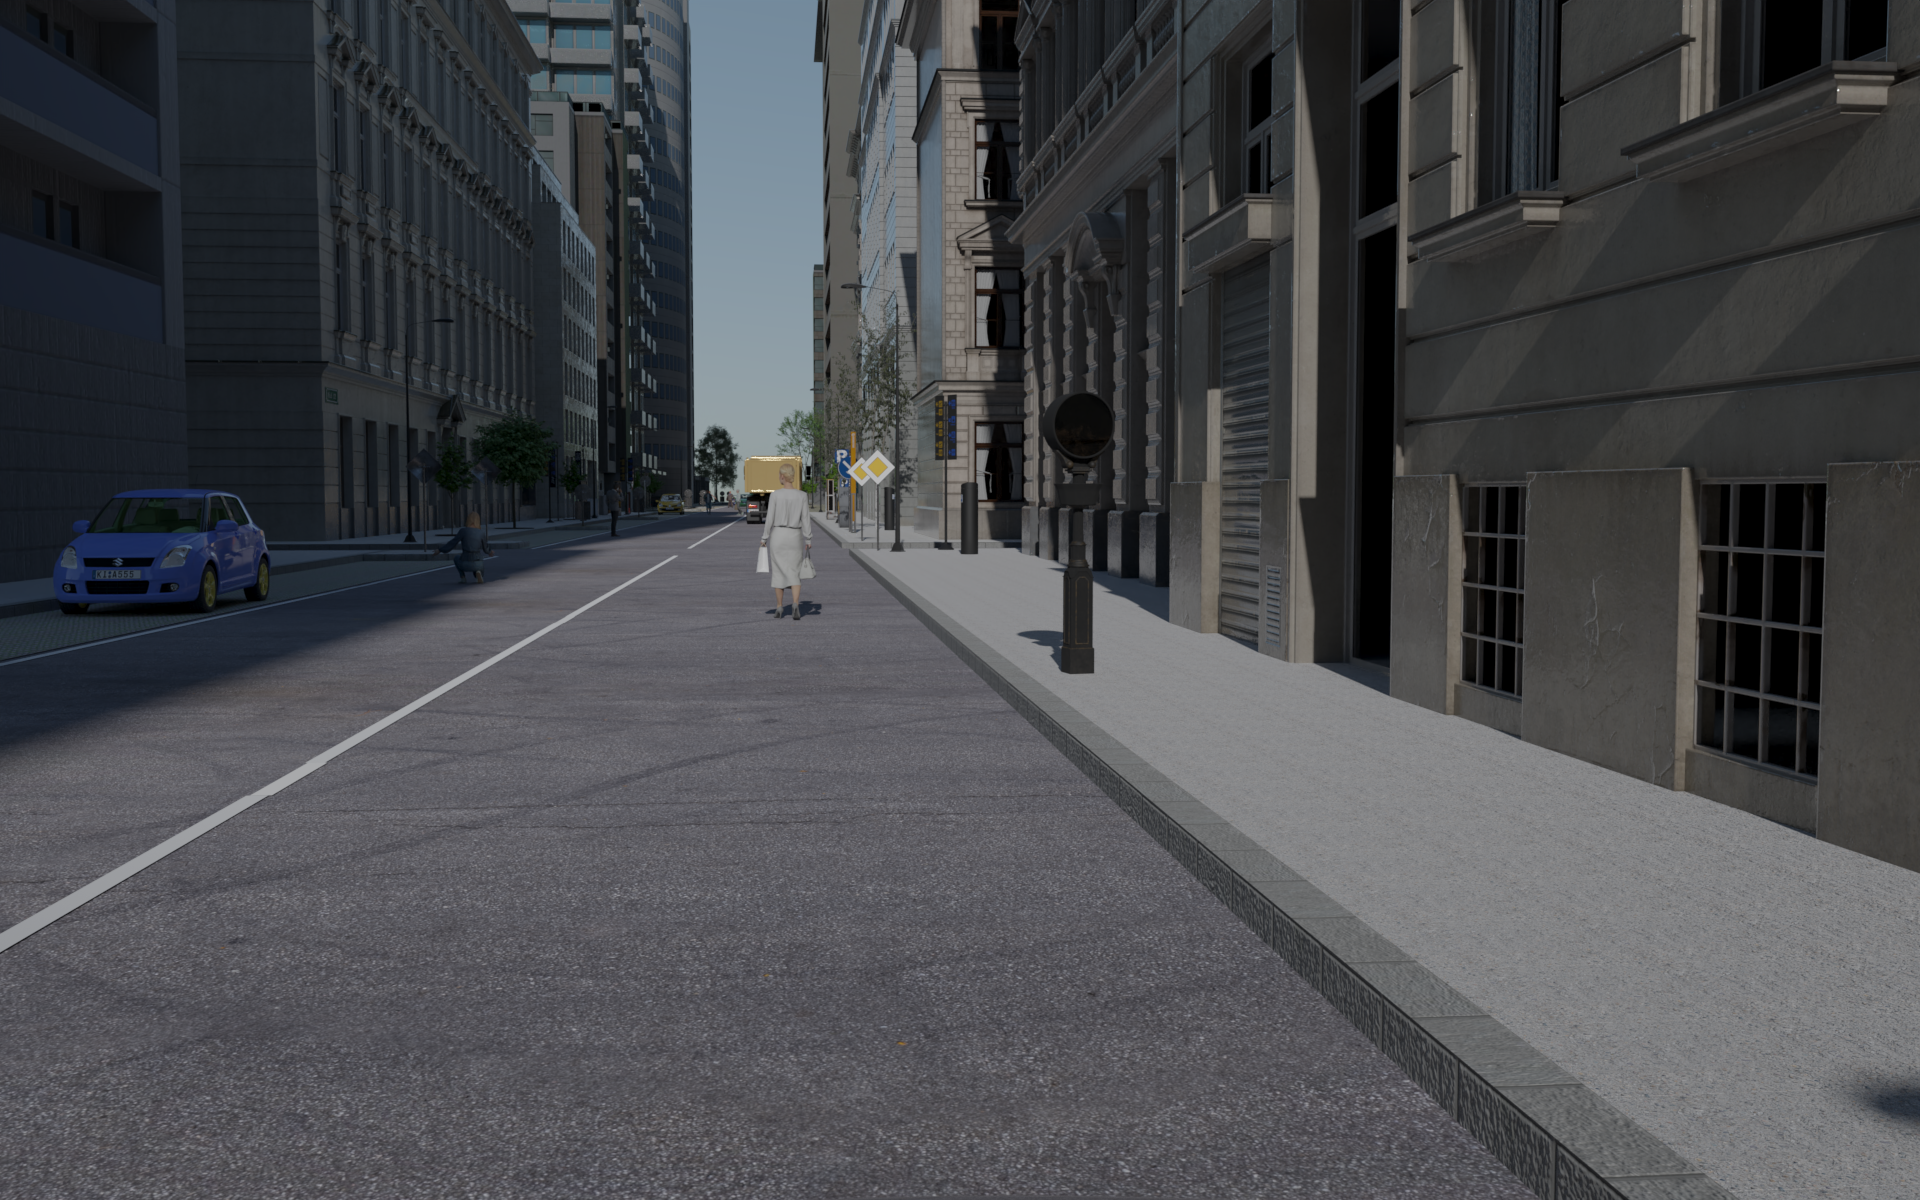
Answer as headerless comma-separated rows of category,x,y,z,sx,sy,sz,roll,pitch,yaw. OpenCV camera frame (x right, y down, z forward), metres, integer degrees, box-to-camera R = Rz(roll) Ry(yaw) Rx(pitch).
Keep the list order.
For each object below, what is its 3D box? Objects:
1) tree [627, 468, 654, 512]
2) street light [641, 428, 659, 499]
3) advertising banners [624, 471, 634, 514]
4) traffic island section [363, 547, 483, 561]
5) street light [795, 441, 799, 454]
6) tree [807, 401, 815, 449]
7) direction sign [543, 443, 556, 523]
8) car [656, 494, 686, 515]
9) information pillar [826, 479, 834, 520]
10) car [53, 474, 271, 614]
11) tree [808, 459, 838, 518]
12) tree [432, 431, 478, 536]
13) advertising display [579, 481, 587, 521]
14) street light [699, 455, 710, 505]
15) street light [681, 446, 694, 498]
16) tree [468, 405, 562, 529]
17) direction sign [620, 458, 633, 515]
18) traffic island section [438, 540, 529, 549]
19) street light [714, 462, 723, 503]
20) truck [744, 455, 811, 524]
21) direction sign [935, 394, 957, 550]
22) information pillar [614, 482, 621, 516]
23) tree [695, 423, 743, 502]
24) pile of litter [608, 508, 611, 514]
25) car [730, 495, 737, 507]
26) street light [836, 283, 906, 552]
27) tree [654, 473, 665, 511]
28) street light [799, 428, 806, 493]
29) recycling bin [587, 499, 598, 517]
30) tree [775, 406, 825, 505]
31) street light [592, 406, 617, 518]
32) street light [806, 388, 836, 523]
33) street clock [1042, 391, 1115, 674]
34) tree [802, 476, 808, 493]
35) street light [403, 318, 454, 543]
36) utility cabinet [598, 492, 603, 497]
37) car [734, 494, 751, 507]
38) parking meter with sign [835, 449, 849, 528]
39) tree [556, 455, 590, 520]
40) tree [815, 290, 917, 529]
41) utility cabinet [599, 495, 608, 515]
tree,-23.459,-8.059,126.358,1.663,3.219,1.824,0,3,0
street light,-21.880,-9.139,121.958,1.470,5.913,1.316,0,4,-6
advertising banners,-21.508,-7.121,112.617,0.090,3.025,2.074,-2,4,-26
traffic island section,-11.829,-0.976,38.245,2.009,0.180,2.903,0,4,-6
street light,-13.493,-10.968,151.869,1.470,5.913,1.316,0,4,-6
tree,-9.098,-10.759,126.274,4.360,8.622,3.978,0,3,0
direction sign,-18.354,-5.226,77.442,0.379,3.537,0.876,1,4,23
car,-19.890,-6.668,119.244,2.015,1.641,3.980,0,4,-7
information pillar,-6.506,-5.024,86.638,0.304,2.012,0.304,-1,4,-22
car,-9.950,-0.743,21.735,1.945,1.707,3.694,0,4,-7
tree,-6.978,-6.138,94.964,1.663,3.219,1.824,0,3,0
tree,-15.391,-3.564,52.875,1.663,3.219,1.824,0,3,0
advertising display,-17.999,-4.740,82.709,0.123,1.923,0.974,0,4,5
street light,-30.223,-14.198,204.685,1.470,5.913,1.316,0,4,-6
street light,-26.391,-11.918,167.407,1.470,5.913,1.316,0,4,-6
tree,-16.413,-4.910,63.993,4.285,4.588,4.351,0,3,0
direction sign,-20.717,-7.069,107.580,0.876,3.537,0.379,-3,4,-37
traffic island section,-12.639,-1.462,46.189,2.009,0.180,2.903,0,4,-6
street light,-34.892,-16.964,249.902,1.470,5.913,1.316,0,4,-6
truck,-9.150,-5.497,85.800,3.469,3.379,9.791,0,4,-4
direction sign,-0.323,-2.920,39.739,0.379,3.537,0.876,-2,4,-33
information pillar,-20.135,-5.955,101.857,0.304,2.012,0.304,2,4,27
tree,-39.293,-22.126,278.767,9.611,12.733,9.660,0,3,0
pile of litter,-23.758,-6.232,115.859,1.176,0.858,1.719,0,4,-7
car,-25.110,-11.171,195.225,1.945,1.354,3.894,0,4,-7
street light,-1.926,-4.023,38.323,1.470,5.913,1.316,0,4,-6
tree,-23.471,-8.383,131.657,1.663,3.219,1.824,0,3,0
street light,-10.307,-9.098,121.299,1.470,5.913,1.316,0,4,-6
recycling bin,-20.744,-5.170,97.081,0.722,1.027,0.722,-3,4,-38
tree,-18.212,-17.147,206.112,9.928,11.665,9.643,0,3,0
street light,-18.700,-7.246,91.021,1.470,5.913,1.316,0,4,-6
street light,-5.878,-6.331,76.058,1.470,5.913,1.316,0,4,-6
street clock,0.845,-0.477,12.371,0.471,2.002,0.358,-1,4,-17
tree,-14.086,-10.389,164.461,1.663,3.219,1.824,0,3,0
street light,-14.045,-4.481,45.802,1.470,5.913,1.316,0,4,-6
utility cabinet,-23.057,-6.133,108.951,1.173,1.500,0.318,-1,4,-20
car,-21.645,-9.930,174.156,2.131,1.459,4.920,0,4,-6
parking meter with sign,-4.490,-4.301,66.580,0.543,3.016,1.738,0,4,-7
tree,-19.119,-5.586,85.937,1.663,3.219,1.824,0,3,0
tree,-3.062,-6.888,62.986,4.360,8.622,3.978,0,3,0
utility cabinet,-21.645,-5.744,105.079,0.306,1.237,1.020,-2,4,-26
